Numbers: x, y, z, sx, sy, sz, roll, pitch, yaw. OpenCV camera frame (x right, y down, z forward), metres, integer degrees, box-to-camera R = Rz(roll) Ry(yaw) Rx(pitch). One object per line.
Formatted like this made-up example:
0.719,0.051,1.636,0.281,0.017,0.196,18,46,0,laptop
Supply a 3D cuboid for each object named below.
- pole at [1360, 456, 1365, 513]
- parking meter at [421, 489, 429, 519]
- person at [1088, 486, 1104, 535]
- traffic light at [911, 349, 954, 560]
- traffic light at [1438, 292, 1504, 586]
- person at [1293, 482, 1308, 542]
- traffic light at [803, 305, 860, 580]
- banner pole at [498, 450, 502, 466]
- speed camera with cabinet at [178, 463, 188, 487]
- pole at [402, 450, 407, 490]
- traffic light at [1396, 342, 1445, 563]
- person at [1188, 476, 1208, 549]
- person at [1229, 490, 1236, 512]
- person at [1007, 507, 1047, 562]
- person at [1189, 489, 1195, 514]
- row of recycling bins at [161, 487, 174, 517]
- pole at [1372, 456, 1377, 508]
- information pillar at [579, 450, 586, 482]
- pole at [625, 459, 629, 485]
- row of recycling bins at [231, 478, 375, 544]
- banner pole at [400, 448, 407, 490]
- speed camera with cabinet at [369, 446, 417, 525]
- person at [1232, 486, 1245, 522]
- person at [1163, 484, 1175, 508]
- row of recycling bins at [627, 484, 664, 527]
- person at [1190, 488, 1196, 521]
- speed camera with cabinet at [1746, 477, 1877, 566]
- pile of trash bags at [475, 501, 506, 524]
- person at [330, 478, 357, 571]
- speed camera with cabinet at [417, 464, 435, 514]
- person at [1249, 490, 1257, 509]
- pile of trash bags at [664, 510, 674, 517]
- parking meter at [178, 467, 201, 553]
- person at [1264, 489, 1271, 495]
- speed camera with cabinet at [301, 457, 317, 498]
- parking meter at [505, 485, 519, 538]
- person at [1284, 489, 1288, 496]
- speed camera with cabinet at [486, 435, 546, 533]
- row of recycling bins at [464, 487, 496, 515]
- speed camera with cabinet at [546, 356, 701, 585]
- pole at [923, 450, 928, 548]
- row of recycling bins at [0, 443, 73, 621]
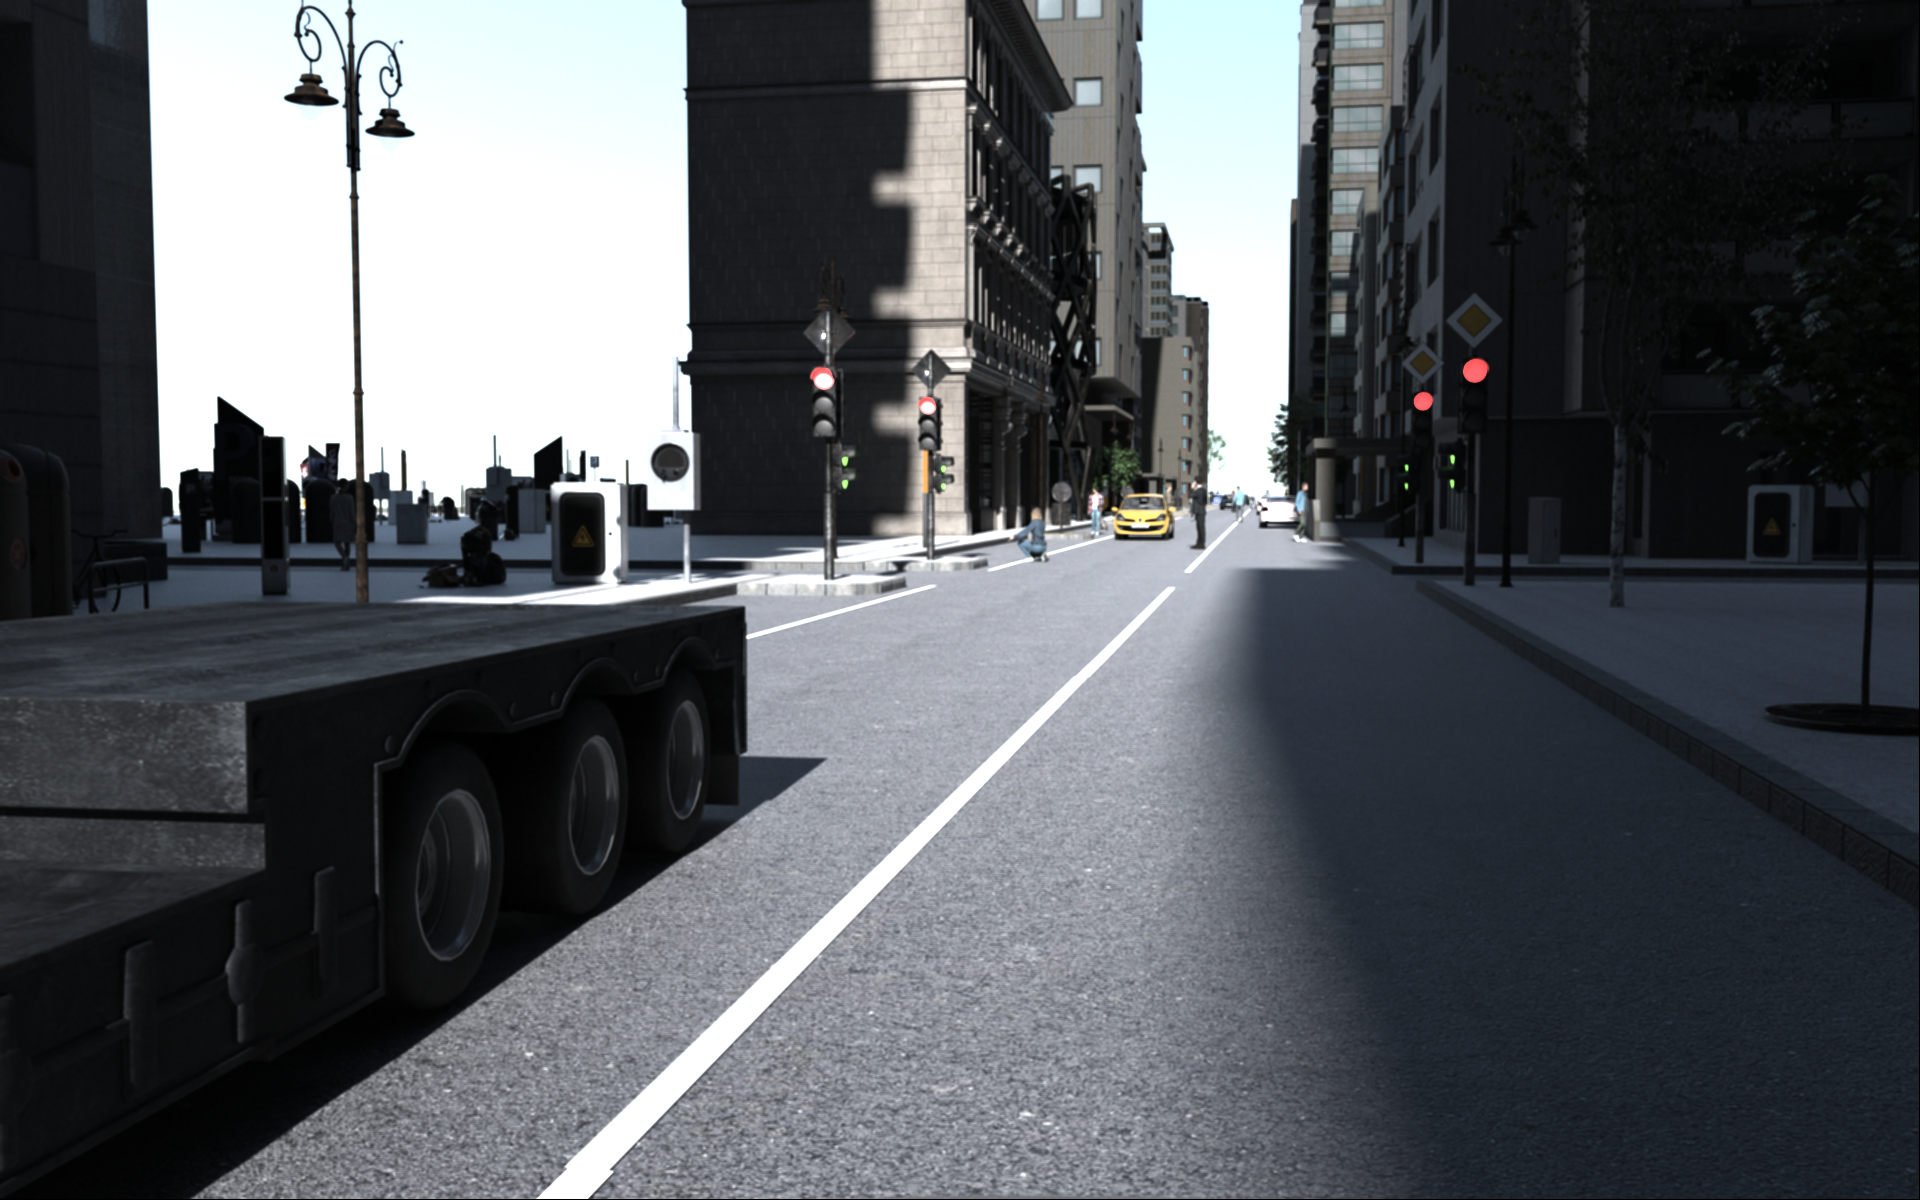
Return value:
21.489,-6.033,92.482,0.158,3.312,0.155,0,3,0,pole
-27.910,-5.016,90.418,0.372,1.533,0.369,0,3,0,parking meter
4.781,-3.144,60.735,0.563,1.720,0.643,1,4,20,person
-0.554,-2.737,33.665,0.839,4.253,0.868,1,4,10,traffic light
7.135,-2.159,24.223,0.839,4.253,0.868,1,4,10,traffic light
10.203,-2.625,51.765,0.601,1.785,0.444,-3,5,-39,person
-1.939,-2.256,25.800,0.839,4.253,0.868,1,4,10,traffic light
-25.998,-6.603,97.976,0.401,3.779,0.863,0,4,-3,banner pole
-49.743,-7.188,111.854,0.660,3.252,2.038,0,4,1,speed camera with cabinet
-25.645,-5.267,79.951,0.158,3.312,0.155,0,3,0,pole
8.521,-2.640,32.088,0.839,4.253,0.868,1,4,10,traffic light
6.177,-2.276,45.070,0.474,1.900,0.648,1,4,17,person
21.648,-7.787,136.534,1.217,1.743,0.721,-2,4,-35,person
1.452,-1.383,36.610,1.012,1.151,0.738,-3,5,-43,person
16.682,-7.019,123.397,0.705,1.807,1.348,2,4,29,person
-46.427,-5.557,97.963,3.534,1.692,1.069,-1,4,-21,row of recycling bins
18.725,-5.165,78.290,0.158,3.312,0.155,0,3,0,pole
-19.776,-6.088,90.887,0.183,3.616,0.504,2,4,25,information pillar
-19.459,-6.573,101.315,0.158,3.312,0.155,0,3,0,pole
-17.330,-2.364,45.761,3.534,1.692,1.069,-2,4,-27,row of recycling bins
-30.412,-6.403,94.703,0.401,3.779,0.863,-3,5,-44,banner pole
-23.807,-4.779,72.474,0.660,3.252,2.038,2,4,24,speed camera with cabinet
14.144,-4.862,87.861,0.638,1.841,0.748,0,4,8,person
6.969,-2.977,57.719,0.362,1.759,0.519,-1,4,-17,person
-12.651,-3.766,68.691,1.069,1.692,3.534,-2,4,-27,row of recycling bins
12.489,-5.029,91.209,0.782,1.767,0.515,-1,4,-11,person
15.443,-2.268,31.418,0.660,3.252,2.038,-3,5,-42,speed camera with cabinet
-19.441,-4.056,76.072,3.447,1.369,1.912,-3,5,-43,pile of trash bags
-11.278,-1.377,31.763,0.466,1.731,0.760,-3,4,-36,person
-35.099,-7.286,113.455,0.660,3.252,2.038,0,4,4,speed camera with cabinet
28.522,-9.802,168.629,0.709,1.838,0.599,-1,4,-11,person
-14.865,-5.308,96.533,3.447,1.369,1.912,2,4,27,pile of trash bags
-16.905,-1.974,37.992,0.399,1.863,0.255,-2,4,-32,parking meter
25.079,-8.112,141.217,1.350,1.814,0.705,2,4,24,person
-35.115,-5.947,91.565,2.038,3.252,0.660,0,4,-4,speed camera with cabinet
-13.043,-2.570,50.434,0.372,1.533,0.369,0,3,0,parking meter
23.899,-7.216,126.619,0.705,1.807,1.348,1,4,22,person
-14.751,-3.864,57.515,2.038,3.252,0.660,2,4,24,speed camera with cabinet
-29.326,-6.054,106.101,1.069,1.692,3.534,0,4,7,row of recycling bins
-4.765,-1.857,24.692,2.038,3.252,0.660,0,4,2,speed camera with cabinet
-0.788,-2.903,41.308,0.158,3.312,0.155,0,3,0,pole
-7.468,-0.343,12.718,1.069,1.692,3.534,-1,4,-11,row of recycling bins
